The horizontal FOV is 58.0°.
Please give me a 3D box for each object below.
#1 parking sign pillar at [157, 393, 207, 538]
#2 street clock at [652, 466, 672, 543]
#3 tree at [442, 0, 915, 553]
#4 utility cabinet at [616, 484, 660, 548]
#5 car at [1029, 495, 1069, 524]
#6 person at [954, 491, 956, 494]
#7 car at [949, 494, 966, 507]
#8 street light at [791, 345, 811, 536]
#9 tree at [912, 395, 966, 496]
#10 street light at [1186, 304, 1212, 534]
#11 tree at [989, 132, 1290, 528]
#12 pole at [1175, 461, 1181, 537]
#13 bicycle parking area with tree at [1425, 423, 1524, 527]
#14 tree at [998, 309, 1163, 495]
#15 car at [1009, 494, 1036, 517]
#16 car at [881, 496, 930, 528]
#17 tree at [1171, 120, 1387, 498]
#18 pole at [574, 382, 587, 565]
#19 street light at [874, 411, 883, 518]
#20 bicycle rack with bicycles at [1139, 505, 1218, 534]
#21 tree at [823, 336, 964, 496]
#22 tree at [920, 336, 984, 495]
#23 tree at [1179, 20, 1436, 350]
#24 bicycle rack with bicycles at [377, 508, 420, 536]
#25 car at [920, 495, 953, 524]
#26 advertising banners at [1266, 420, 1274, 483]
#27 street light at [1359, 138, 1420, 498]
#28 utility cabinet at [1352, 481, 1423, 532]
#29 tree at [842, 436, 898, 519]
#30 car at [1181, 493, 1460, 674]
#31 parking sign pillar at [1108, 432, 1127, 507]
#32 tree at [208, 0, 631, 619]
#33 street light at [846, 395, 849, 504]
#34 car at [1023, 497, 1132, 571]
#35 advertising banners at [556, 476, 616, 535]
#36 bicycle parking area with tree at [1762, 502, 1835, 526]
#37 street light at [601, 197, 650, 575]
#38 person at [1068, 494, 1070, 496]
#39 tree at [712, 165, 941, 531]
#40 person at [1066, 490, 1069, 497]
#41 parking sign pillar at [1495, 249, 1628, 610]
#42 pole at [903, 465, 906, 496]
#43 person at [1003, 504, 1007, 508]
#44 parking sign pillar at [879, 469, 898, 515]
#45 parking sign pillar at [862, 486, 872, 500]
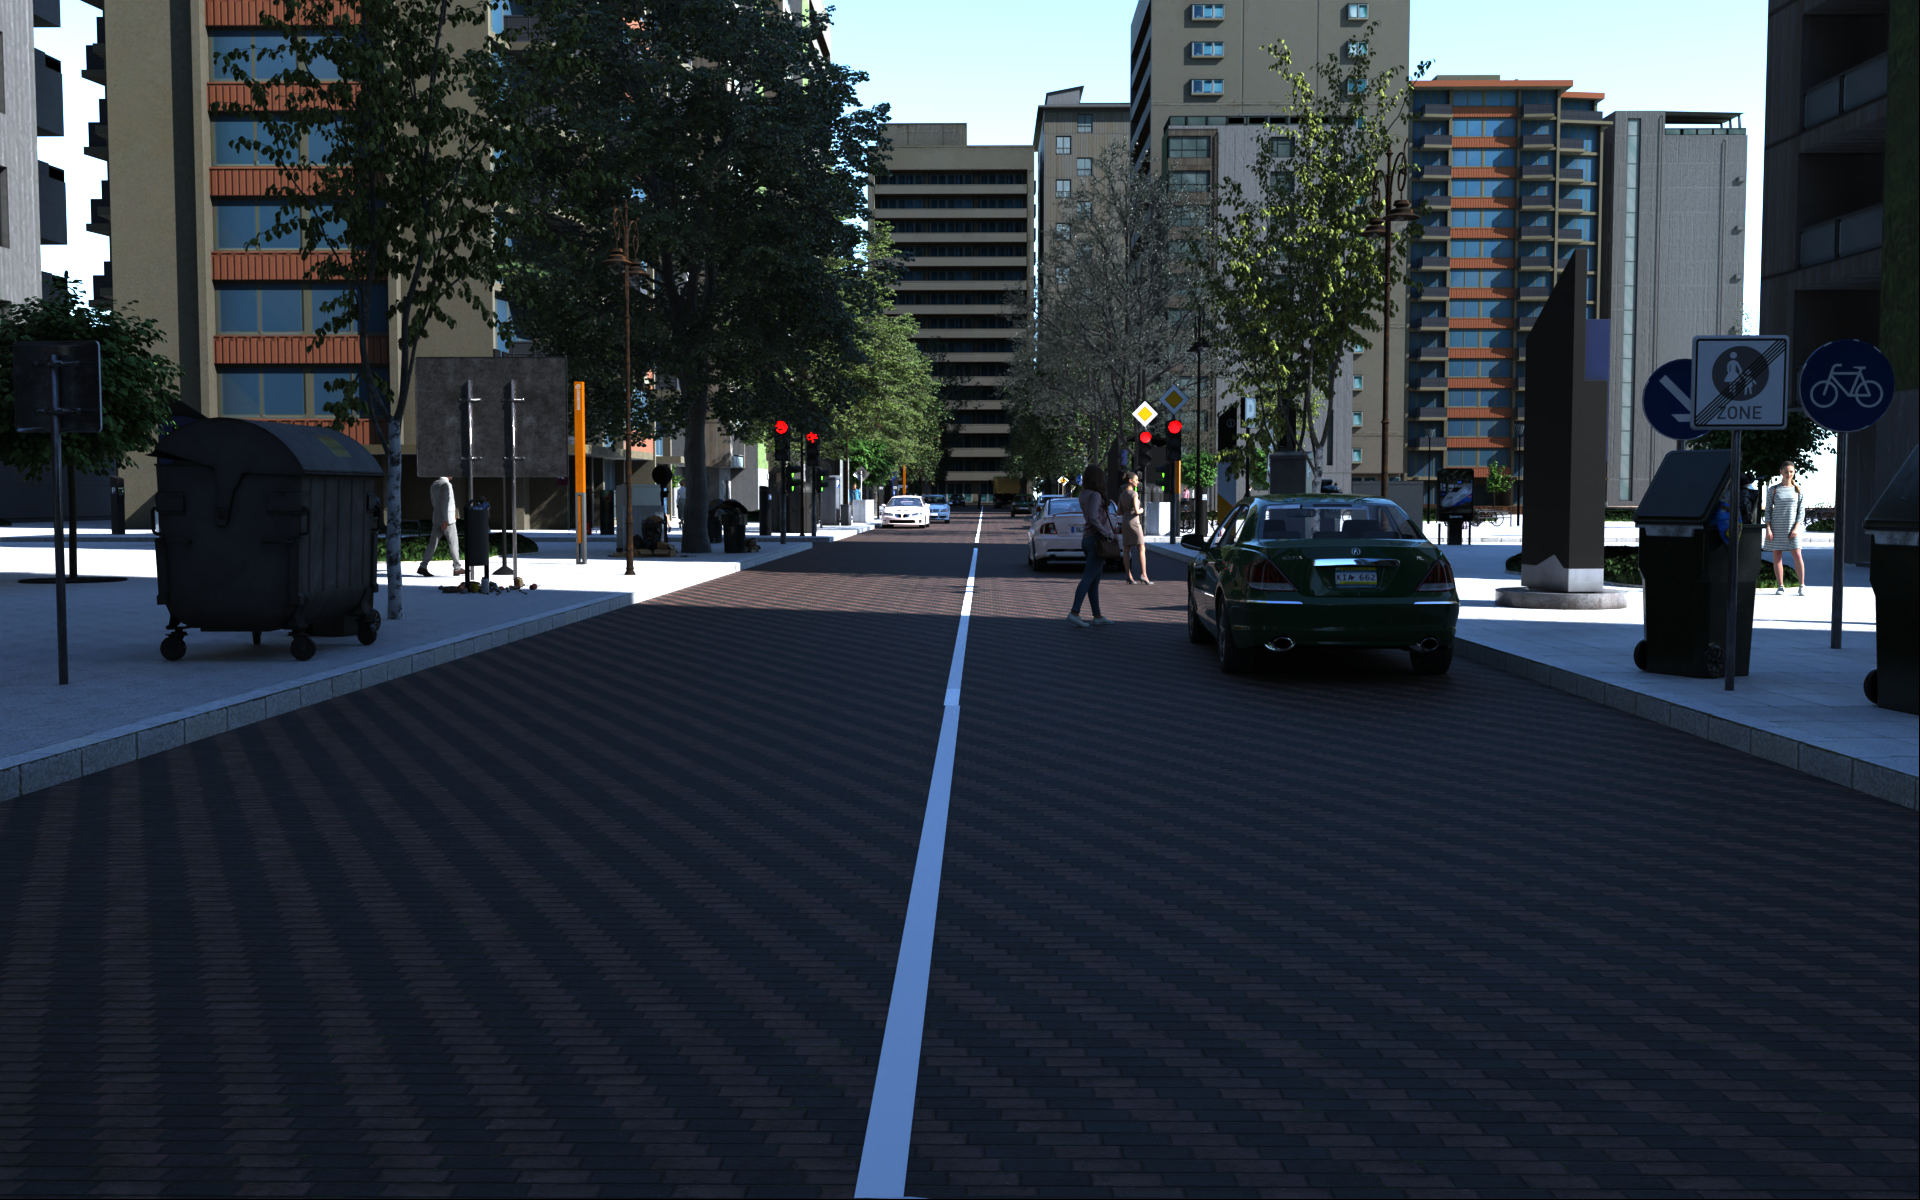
[{"bbox_3d":[-19.342,-3.354,43.311,1.447,3.967,1.447,-1,4,-15],"label":"parking sign pillar"},{"bbox_3d":[-7.580,-2.419,44.127,0.471,2.002,0.358,1,4,22],"label":"street clock"},{"bbox_3d":[-5.899,-8.008,37.580,9.857,13.997,8.962,0,3,0],"label":"tree"},{"bbox_3d":[-7.348,-1.888,39.555,0.318,1.500,1.173,2,4,31],"label":"utility cabinet"},{"bbox_3d":[3.844,-3.642,71.542,2.014,1.417,4.499,0,4,1],"label":"car"},{"bbox_3d":[-0.601,-11.889,203.442,0.990,1.755,0.434,3,4,37],"label":"person"},{"bbox_3d":[-0.302,-11.225,193.317,2.009,1.686,4.222,0,4,0],"label":"car"},{"bbox_3d":[-4.813,-4.885,52.650,0.468,5.910,1.993,0,4,1],"label":"street light"},{"bbox_3d":[-3.894,-13.169,149.721,7.601,10.594,8.767,3,5,42],"label":"tree"},{"bbox_3d":[5.816,-4.247,42.230,0.468,5.910,1.993,0,4,1],"label":"street light"},{"bbox_3d":[6.029,-9.141,59.818,12.009,13.543,11.850,0,3,0],"label":"tree"},{"bbox_3d":[6.528,-3.558,52.017,0.158,3.312,0.155,0,3,0],"label":"pole"},{"bbox_3d":[21.227,-5.210,72.187,9.016,4.147,8.231,-1,4,-14],"label":"bicycle parking area with tree"},{"bbox_3d":[7.174,-11.173,99.688,9.611,12.733,9.660,0,3,0],"label":"tree"},{"bbox_3d":[4.046,-6.039,108.523,2.009,1.686,4.222,0,4,2],"label":"car"},{"bbox_3d":[-2.291,-3.758,73.807,2.083,1.381,4.827,0,4,2],"label":"car"},{"bbox_3d":[6.609,-5.153,34.617,4.360,8.622,3.978,0,3,0],"label":"tree"},{"bbox_3d":[-6.908,-2.304,31.512,0.158,3.312,0.155,0,3,0],"label":"pole"},{"bbox_3d":[-4.324,-7.261,91.505,0.468,5.910,1.993,0,4,1],"label":"street light"},{"bbox_3d":[6.971,-2.656,56.809,2.852,0.926,2.925,-1,4,-17],"label":"bicycle rack with bicycles"},{"bbox_3d":[-4.750,-12.681,124.345,9.611,12.733,9.660,0,3,0],"label":"tree"},{"bbox_3d":[-2.721,-21.344,204.855,12.611,20.169,13.585,0,3,0],"label":"tree"},{"bbox_3d":[5.658,-4.729,27.675,4.737,8.622,4.395,0,3,0],"label":"tree"},{"bbox_3d":[-15.013,-1.876,44.063,2.852,0.926,2.925,-3,4,-37],"label":"bicycle rack with bicycles"},{"bbox_3d":[-1.382,-4.513,85.785,2.014,1.417,4.499,0,4,-1],"label":"car"},{"bbox_3d":[7.745,-2.789,41.790,0.090,3.025,2.074,2,4,32],"label":"advertising banners"},{"bbox_3d":[5.657,-3.071,22.991,0.468,5.910,1.993,0,4,1],"label":"street light"},{"bbox_3d":[7.283,-1.275,29.528,1.173,1.500,0.318,1,4,15],"label":"utility cabinet"},{"bbox_3d":[-4.850,-6.409,88.505,4.285,4.588,4.351,0,3,0],"label":"tree"},{"bbox_3d":[3.063,-0.212,15.268,2.131,1.459,4.920,0,4,3],"label":"car"},{"bbox_3d":[6.889,-5.350,75.947,1.447,3.967,1.447,-1,4,-15],"label":"parking sign pillar"},{"bbox_3d":[-5.719,-4.123,17.768,4.737,8.622,4.395,0,3,0],"label":"tree"},{"bbox_3d":[-4.687,-6.061,71.890,0.468,5.910,1.993,0,4,1],"label":"street light"},{"bbox_3d":[2.288,-1.303,33.662,2.083,1.381,4.827,0,4,0],"label":"car"},{"bbox_3d":[-11.725,-3.540,54.064,2.074,3.025,0.090,-2,4,-31],"label":"advertising banners"},{"bbox_3d":[42.295,-5.704,80.255,9.016,4.147,8.231,2,4,29],"label":"bicycle parking area with tree"},{"bbox_3d":[-5.243,-3.336,27.338,0.468,5.910,1.993,0,4,1],"label":"street light"},{"bbox_3d":[11.420,-10.369,175.560,1.348,1.826,0.705,-2,4,-34],"label":"person"},{"bbox_3d":[-5.208,-8.669,59.858,7.486,12.596,7.792,0,3,0],"label":"tree"},{"bbox_3d":[11.529,-10.997,186.781,0.436,1.711,0.756,0,4,0],"label":"person"},{"bbox_3d":[6.900,-1.915,19.779,1.447,3.967,1.447,0,4,-5],"label":"parking sign pillar"},{"bbox_3d":[-3.583,-7.186,111.335,0.158,3.312,0.155,0,3,0],"label":"pole"},{"bbox_3d":[4.800,-10.707,184.279,1.217,1.743,0.721,0,4,-6],"label":"person"},{"bbox_3d":[-4.274,-7.284,107.567,1.447,3.967,1.447,1,4,19],"label":"parking sign pillar"},{"bbox_3d":[-5.603,-7.705,114.443,1.447,3.967,1.447,-2,4,-35],"label":"parking sign pillar"}]
